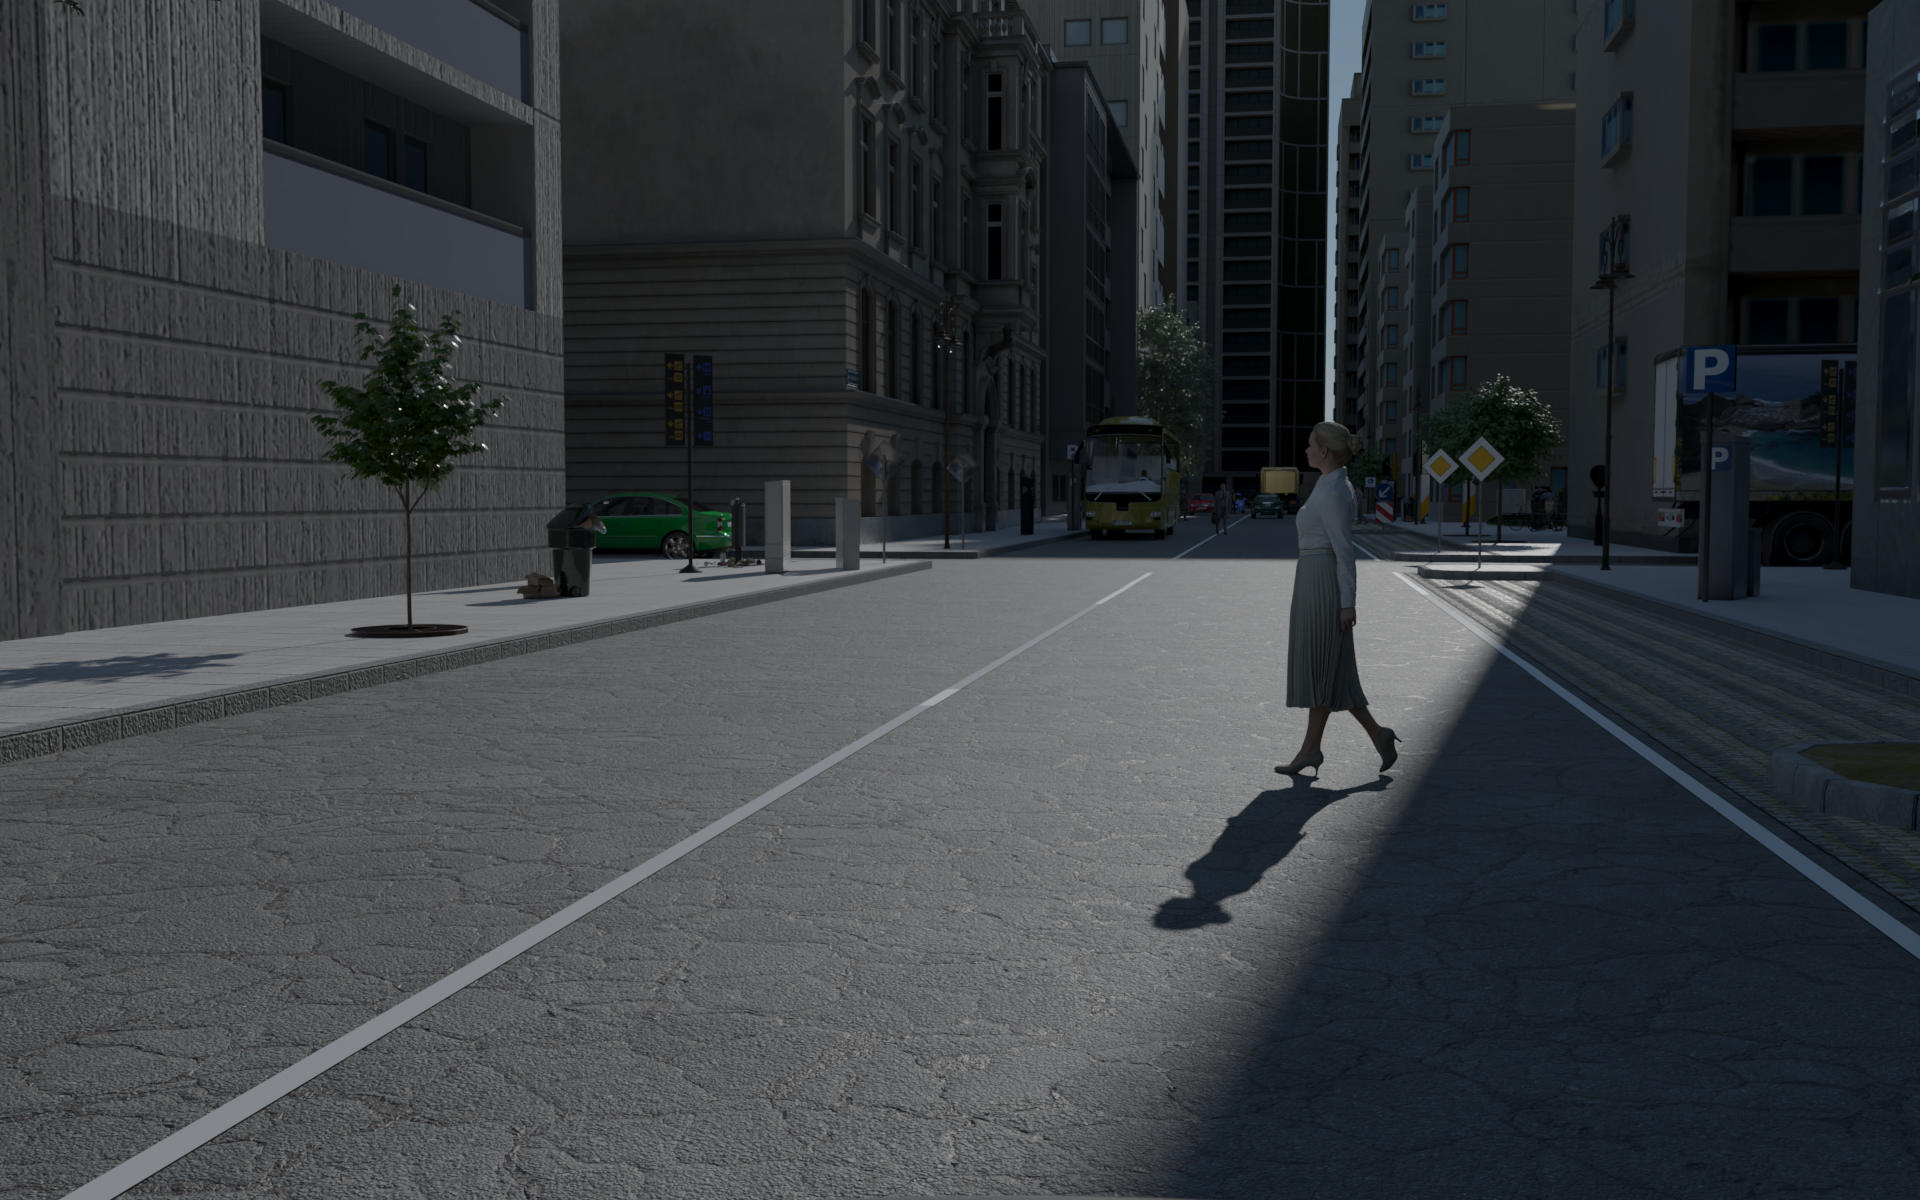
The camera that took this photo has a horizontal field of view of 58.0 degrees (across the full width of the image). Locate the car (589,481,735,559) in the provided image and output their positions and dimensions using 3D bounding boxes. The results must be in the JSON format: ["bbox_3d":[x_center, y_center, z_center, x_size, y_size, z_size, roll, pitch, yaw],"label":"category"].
[{"bbox_3d":[-6.930,-1.672,36.140,4.718,1.807,1.959,1,4,9],"label":"car"}]

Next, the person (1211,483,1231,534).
[{"bbox_3d":[9.299,-3.236,61.517,0.694,1.812,0.767,0,4,-2],"label":"person"}]

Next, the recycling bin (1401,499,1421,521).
[{"bbox_3d":[21.652,-4.315,83.101,0.722,1.027,0.722,-1,4,-19],"label":"recycling bin"}]

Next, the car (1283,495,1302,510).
[{"bbox_3d":[29.805,-8.799,155.861,2.014,1.417,4.499,1,4,11],"label":"car"}]

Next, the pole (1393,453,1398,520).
[{"bbox_3d":[21.347,-5.575,85.002,0.158,3.312,0.155,0,3,0],"label":"pole"}]

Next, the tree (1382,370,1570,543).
[{"bbox_3d":[14.400,-3.803,45.896,4.285,4.588,4.351,0,3,0],"label":"tree"}]

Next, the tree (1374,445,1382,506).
[{"bbox_3d":[15.387,-4.219,52.688,4.285,4.588,4.351,0,3,0],"label":"tree"}]

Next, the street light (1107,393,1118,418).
[{"bbox_3d":[7.021,-6.529,79.533,0.468,5.910,1.993,1,4,11],"label":"street light"}]

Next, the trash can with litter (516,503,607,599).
[{"bbox_3d":[-4.945,-0.617,21.475,0.624,1.170,1.055,2,4,32],"label":"trash can with litter"}]

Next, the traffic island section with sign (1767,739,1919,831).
[{"bbox_3d":[4.910,0.042,7.948,1.989,1.847,2.006,1,4,11],"label":"traffic island section with sign"}]

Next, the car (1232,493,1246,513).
[{"bbox_3d":[20.349,-7.301,128.965,1.945,1.707,3.694,1,4,10],"label":"car"}]

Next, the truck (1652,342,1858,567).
[{"bbox_3d":[19.227,-2.676,32.673,11.283,4.237,2.839,1,4,12],"label":"truck"}]

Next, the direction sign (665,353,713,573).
[{"bbox_3d":[-4.398,-2.213,28.183,0.876,3.537,0.379,-3,5,-40],"label":"direction sign"}]

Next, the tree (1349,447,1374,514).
[{"bbox_3d":[27.231,-7.934,113.437,4.285,4.588,4.351,0,3,0],"label":"tree"}]

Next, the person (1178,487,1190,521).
[{"bbox_3d":[11.794,-5.087,91.637,0.822,1.834,0.622,-1,4,-15],"label":"person"}]

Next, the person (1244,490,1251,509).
[{"bbox_3d":[27.518,-9.521,164.304,1.348,1.807,0.705,2,4,30],"label":"person"}]

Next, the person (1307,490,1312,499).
[{"bbox_3d":[34.754,-9.999,171.989,0.705,1.823,1.348,-1,4,-10],"label":"person"}]

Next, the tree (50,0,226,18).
[{"bbox_3d":[-6.486,-4.465,7.423,8.767,10.594,7.601,1,4,19],"label":"tree"}]

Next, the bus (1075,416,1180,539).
[{"bbox_3d":[5.904,-4.086,58.350,2.896,3.916,12.252,1,4,9],"label":"bus"}]

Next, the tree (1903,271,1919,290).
[{"bbox_3d":[7.578,-1.636,10.464,4.285,4.588,4.351,0,3,0],"label":"tree"}]

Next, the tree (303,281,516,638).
[{"bbox_3d":[-5.145,-1.306,15.950,1.663,3.219,1.824,0,3,0],"label":"tree"}]

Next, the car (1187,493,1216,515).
[{"bbox_3d":[16.487,-6.627,117.396,2.155,1.783,4.494,1,4,10],"label":"car"}]

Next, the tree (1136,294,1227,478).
[{"bbox_3d":[11.925,-12.413,109.615,9.857,13.997,8.962,0,3,0],"label":"tree"}]

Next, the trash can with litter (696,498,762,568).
[{"bbox_3d":[-4.123,-1.222,31.045,1.678,1.210,2.233,0,4,-1],"label":"trash can with litter"}]

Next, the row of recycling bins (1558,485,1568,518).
[{"bbox_3d":[26.191,-4.096,74.085,1.069,1.692,3.534,1,4,16],"label":"row of recycling bins"}]

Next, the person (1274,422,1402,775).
[{"bbox_3d":[1.937,-0.006,8.823,0.641,1.798,0.478,2,4,25],"label":"person"}]

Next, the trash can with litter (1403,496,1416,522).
[{"bbox_3d":[20.617,-4.154,79.305,0.624,1.170,1.055,1,4,9],"label":"trash can with litter"}]

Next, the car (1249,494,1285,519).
[{"bbox_3d":[18.130,-5.533,102.270,2.131,1.459,4.920,1,4,9],"label":"car"}]

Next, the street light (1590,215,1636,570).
[{"bbox_3d":[10.886,-3.440,29.029,0.468,5.910,1.993,1,4,11],"label":"street light"}]

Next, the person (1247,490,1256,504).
[{"bbox_3d":[25.260,-8.602,149.282,1.348,1.807,0.705,-2,4,-29],"label":"person"}]

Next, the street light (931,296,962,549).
[{"bbox_3d":[-0.305,-4.140,40.470,0.468,5.910,1.993,1,4,11],"label":"street light"}]

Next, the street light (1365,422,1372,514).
[{"bbox_3d":[26.040,-8.414,110.364,0.468,5.910,1.993,1,4,11],"label":"street light"}]

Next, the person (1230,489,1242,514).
[{"bbox_3d":[19.603,-7.081,124.376,1.348,1.812,0.705,1,4,18],"label":"person"}]

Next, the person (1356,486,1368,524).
[{"bbox_3d":[18.805,-4.463,81.594,0.853,1.813,0.709,0,4,-8],"label":"person"}]

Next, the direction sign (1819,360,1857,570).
[{"bbox_3d":[14.922,-2.289,29.415,0.876,3.537,0.379,-1,4,-21],"label":"direction sign"}]

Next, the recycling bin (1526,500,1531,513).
[{"bbox_3d":[25.183,-3.848,75.476,0.722,1.027,0.722,-3,5,-41],"label":"recycling bin"}]

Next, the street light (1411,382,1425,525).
[{"bbox_3d":[18.942,-6.052,71.736,0.468,5.910,1.993,1,4,11],"label":"street light"}]

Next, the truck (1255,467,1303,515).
[{"bbox_3d":[22.769,-7.803,123.508,3.469,3.379,9.791,1,4,10],"label":"truck"}]
